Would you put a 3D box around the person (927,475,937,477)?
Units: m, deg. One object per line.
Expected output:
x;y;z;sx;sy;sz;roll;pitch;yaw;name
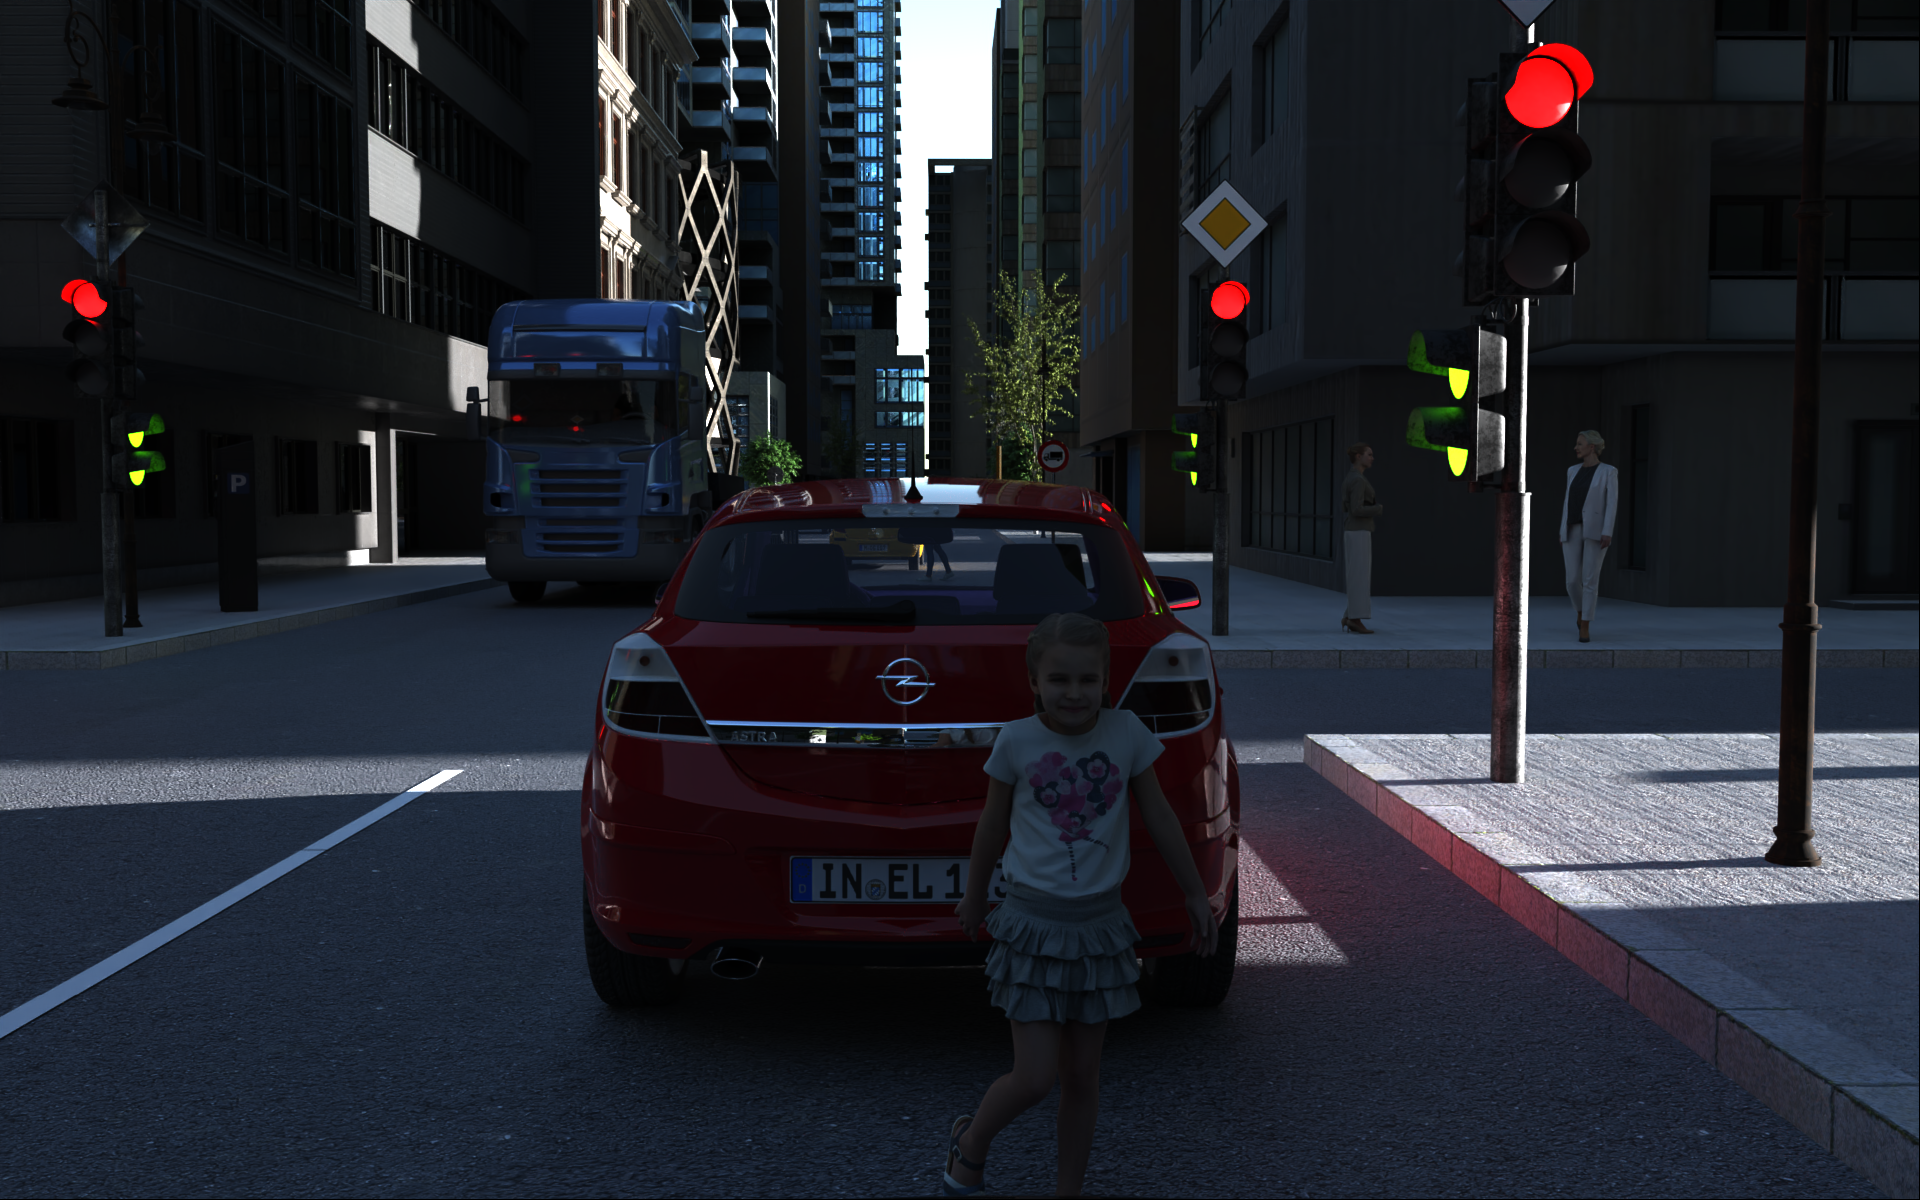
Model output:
-0.405;-1.189;28.525;0.643;1.750;0.593;0;4;-2;person

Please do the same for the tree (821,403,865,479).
-9.515;-11.555;139.286;4.737;8.622;4.395;0;3;0;tree

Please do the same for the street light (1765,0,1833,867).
2.907;-2.023;5.864;0.468;5.910;1.993;0;4;-1;street light

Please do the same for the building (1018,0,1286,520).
10.367;-25.547;101.292;14.154;41.232;14.086;0;4;-1;building

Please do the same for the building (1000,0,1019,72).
13.672;-36.370;136.647;21.231;58.520;28.212;0;4;-1;building

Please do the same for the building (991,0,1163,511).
10.001;-31.087;158.376;14.600;45.320;14.200;0;4;-1;building

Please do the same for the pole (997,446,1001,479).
1.646;-4.855;73.220;0.158;3.312;0.155;0;3;0;pole

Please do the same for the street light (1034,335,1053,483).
2.441;-4.758;50.575;0.468;5.910;1.993;0;4;-1;street light

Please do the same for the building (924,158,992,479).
8.111;-30.521;190.905;23.993;40.220;32.217;0;4;-1;building

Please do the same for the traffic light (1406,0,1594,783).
2.432;-1.145;7.641;0.839;4.253;0.868;0;4;-1;traffic light

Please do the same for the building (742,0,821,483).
-17.759;-29.231;128.034;14.600;45.320;14.200;0;4;-1;building

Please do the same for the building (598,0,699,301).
-15.762;-13.488;56.688;11.583;22.565;21.152;0;4;-1;building

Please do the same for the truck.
-4.788;-2.461;29.994;2.967;4.110;18.799;0;4;-1;truck

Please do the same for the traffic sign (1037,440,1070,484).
2.195;-2.483;40.710;0.768;2.556;0.104;0;4;8;traffic sign

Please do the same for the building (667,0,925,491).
-19.335;-53.334;184.674;31.000;86.520;22.319;0;4;-1;building

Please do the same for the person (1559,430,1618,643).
5.539;-0.571;15.263;0.514;1.842;0.818;2;4;29;person

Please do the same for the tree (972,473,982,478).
1.465;-10.189;161.190;1.663;3.219;1.824;0;3;0;tree

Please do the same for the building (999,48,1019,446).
9.590;-21.075;116.278;14.160;30.474;14.107;0;4;-1;building

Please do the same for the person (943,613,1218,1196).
0.230;0.622;3.339;0.505;1.210;0.382;-1;4;-10;person

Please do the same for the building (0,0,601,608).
-16.279;-12.966;31.061;14.314;24.678;30.058;0;4;-1;building

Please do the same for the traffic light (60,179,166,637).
-7.614;-1.626;15.503;0.839;4.253;0.868;0;4;-1;traffic light

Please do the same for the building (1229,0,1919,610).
10.910;-20.801;23.683;14.086;41.232;14.154;0;4;-1;building

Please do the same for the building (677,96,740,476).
-18.322;-12.750;75.910;16.820;18.784;16.811;0;4;-1;building

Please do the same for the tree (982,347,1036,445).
3.177;-8.129;83.273;4.360;8.622;3.978;0;3;0;tree

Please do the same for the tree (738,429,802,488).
-9.588;-6.314;86.947;4.285;4.588;4.351;0;3;0;tree

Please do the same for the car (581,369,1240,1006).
-0.130;0.166;6.330;2.155;1.783;4.494;0;3;0;car

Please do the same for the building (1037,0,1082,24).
9.854;-18.028;66.457;14.160;30.474;14.107;0;4;-1;building

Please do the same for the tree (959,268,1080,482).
2.221;-6.433;55.544;4.737;8.622;4.395;0;3;0;tree

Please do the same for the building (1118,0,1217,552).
10.585;-24.085;43.898;14.600;45.320;14.200;0;4;-1;building

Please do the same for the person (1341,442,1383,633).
3.706;-0.571;15.931;0.362;1.759;0.519;0;4;4;person

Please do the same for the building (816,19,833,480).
-26.878;-32.658;153.574;30.456;49.044;23.786;0;4;-1;building

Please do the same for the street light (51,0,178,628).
-7.982;-2.675;16.526;0.468;5.910;1.993;0;4;-1;street light

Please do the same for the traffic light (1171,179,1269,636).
2.347;-1.633;15.626;0.839;4.253;0.868;0;4;-1;traffic light

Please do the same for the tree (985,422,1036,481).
2.895;-5.717;77.180;4.285;4.588;4.351;0;3;0;tree

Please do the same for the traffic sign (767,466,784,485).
-8.413;-4.818;78.876;0.768;2.556;0.104;0;4;0;traffic sign

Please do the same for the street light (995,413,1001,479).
1.913;-7.195;90.421;0.468;5.910;1.993;0;4;-1;street light

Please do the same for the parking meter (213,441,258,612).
-7.903;-0.806;18.885;0.399;1.863;0.255;-2;4;-35;parking meter
